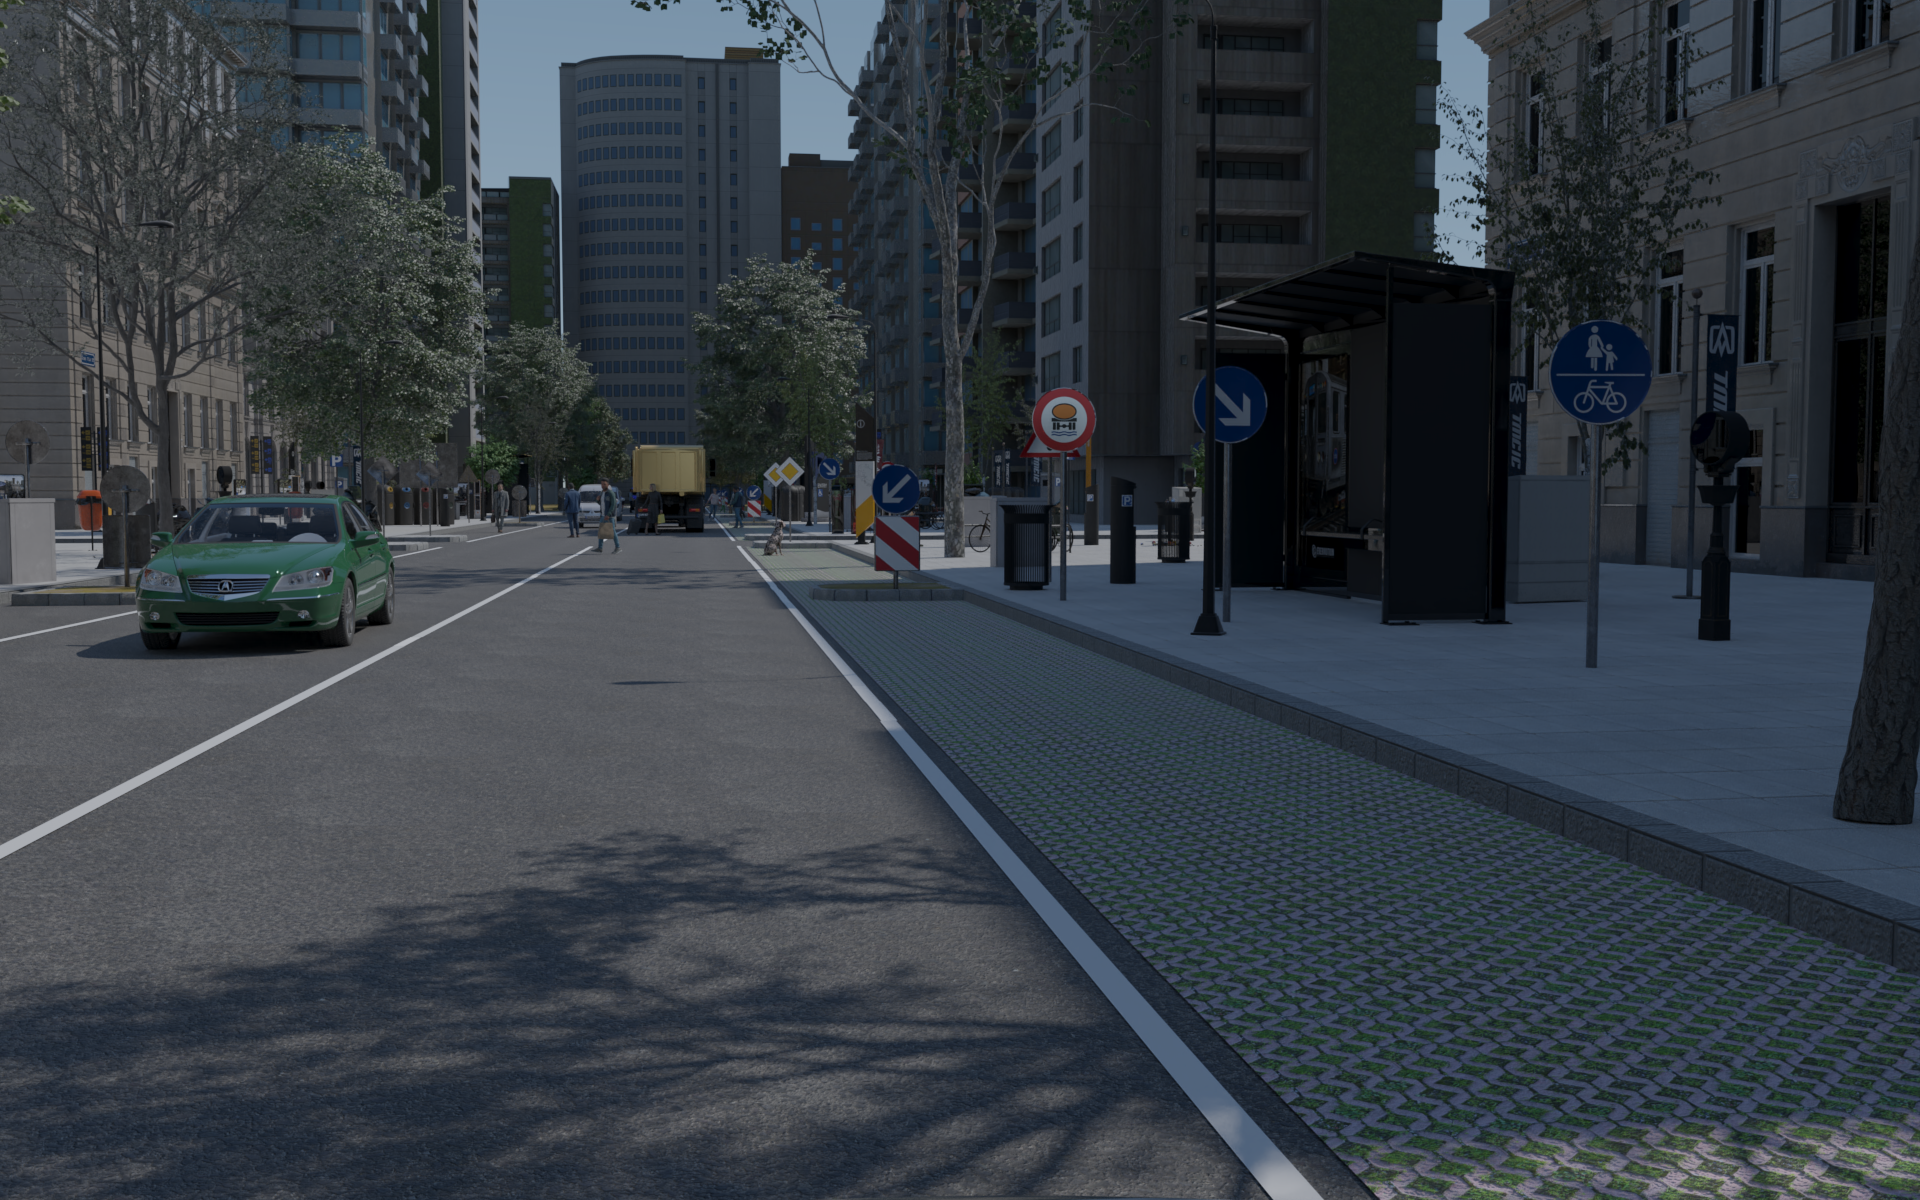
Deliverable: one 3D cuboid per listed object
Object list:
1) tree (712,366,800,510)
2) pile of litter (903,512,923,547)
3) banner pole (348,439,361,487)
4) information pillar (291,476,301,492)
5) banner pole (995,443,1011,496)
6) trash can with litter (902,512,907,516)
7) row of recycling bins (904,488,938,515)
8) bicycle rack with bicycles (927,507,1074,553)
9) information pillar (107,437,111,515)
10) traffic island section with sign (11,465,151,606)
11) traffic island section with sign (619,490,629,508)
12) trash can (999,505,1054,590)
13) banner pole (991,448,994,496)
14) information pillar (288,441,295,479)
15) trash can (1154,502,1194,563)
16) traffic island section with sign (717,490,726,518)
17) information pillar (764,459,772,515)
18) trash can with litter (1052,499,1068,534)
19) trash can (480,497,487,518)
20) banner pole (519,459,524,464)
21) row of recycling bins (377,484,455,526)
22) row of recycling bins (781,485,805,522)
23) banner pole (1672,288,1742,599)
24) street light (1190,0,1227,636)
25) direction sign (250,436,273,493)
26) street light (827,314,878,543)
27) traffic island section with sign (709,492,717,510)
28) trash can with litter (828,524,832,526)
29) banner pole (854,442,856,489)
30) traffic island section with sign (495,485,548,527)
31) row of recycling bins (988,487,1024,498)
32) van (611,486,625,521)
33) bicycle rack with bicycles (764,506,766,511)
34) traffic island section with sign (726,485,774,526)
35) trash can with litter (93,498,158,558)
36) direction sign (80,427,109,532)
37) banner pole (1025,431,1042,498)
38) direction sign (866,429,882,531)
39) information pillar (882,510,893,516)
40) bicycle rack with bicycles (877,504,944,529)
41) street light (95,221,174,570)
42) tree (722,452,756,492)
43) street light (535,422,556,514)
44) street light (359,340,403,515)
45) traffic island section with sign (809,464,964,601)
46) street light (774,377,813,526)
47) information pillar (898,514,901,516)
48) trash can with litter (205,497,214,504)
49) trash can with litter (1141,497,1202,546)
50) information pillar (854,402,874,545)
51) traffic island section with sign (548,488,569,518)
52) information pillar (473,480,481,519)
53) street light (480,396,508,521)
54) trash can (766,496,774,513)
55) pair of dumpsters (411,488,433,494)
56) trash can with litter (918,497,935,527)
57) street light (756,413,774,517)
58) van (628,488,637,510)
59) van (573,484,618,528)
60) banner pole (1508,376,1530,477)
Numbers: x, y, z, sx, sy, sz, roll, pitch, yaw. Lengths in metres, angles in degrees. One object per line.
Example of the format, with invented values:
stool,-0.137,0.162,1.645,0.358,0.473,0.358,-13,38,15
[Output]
tree,-15.882,-13.030,138.787,9.928,11.665,9.643,0,3,0
pile of litter,-1.485,-1.739,42.403,1.176,0.858,1.719,0,4,-2
banner pole,-27.598,-5.444,79.028,0.863,3.779,0.401,-1,4,-20
information pillar,-26.916,-4.021,70.241,0.304,2.012,0.304,-1,4,-11
banner pole,2.236,-5.764,84.259,0.401,3.779,0.863,-2,4,-31
trash can with litter,-3.219,-5.020,93.140,1.678,1.210,2.233,1,4,23
row of recycling bins,-2.925,-6.062,106.231,3.534,1.692,1.069,-2,4,-33
bicycle rack with bicycles,1.363,-1.489,37.729,2.925,0.926,2.852,-3,5,-39
information pillar,-30.371,-4.303,61.704,0.183,3.616,0.504,-1,4,-14
traffic island section with sign,-11.293,-0.891,23.189,1.989,1.847,2.006,-1,4,-9
traffic island section with sign,-35.485,-10.509,180.444,1.989,1.847,2.006,-1,4,-9
trash can,0.891,-0.708,23.231,0.748,1.137,0.748,0,3,0
banner pole,1.938,-6.308,93.152,0.863,3.779,0.401,-2,4,-34
information pillar,-29.676,-5.236,76.955,0.183,3.616,0.504,0,4,1
trash can,3.992,-1.265,32.334,0.748,1.137,0.748,0,3,0
traffic island section with sign,-13.597,-5.918,105.394,1.989,1.847,2.006,-1,4,-9
information pillar,-11.707,-6.982,105.509,0.504,3.616,0.183,-2,4,-28
trash can with litter,2.932,-2.705,55.619,1.055,1.170,0.624,0,4,1
trash can,-24.921,-4.786,89.909,0.748,1.137,0.748,0,3,0
banner pole,-28.857,-7.576,113.879,0.401,3.779,0.863,1,4,14
row of recycling bins,-22.596,-3.936,71.464,1.069,1.692,3.534,3,5,45
row of recycling bins,-7.824,-4.605,82.407,1.069,1.692,3.534,0,4,4
banner pole,9.183,-1.909,21.237,0.863,3.779,0.401,-1,4,-17
street light,1.735,-2.632,15.574,1.470,5.913,1.316,-1,4,-9
direction sign,-27.240,-4.623,67.588,0.379,3.537,0.876,3,5,39
street light,-2.742,-4.431,44.980,1.470,5.913,1.316,-1,4,-9
traffic island section with sign,-21.304,-8.984,155.523,1.989,1.847,2.006,-1,4,-9
trash can with litter,-4.704,-3.684,71.295,1.678,1.210,2.233,3,5,42
banner pole,-4.996,-5.717,83.488,0.401,3.779,0.863,-1,4,-16
traffic island section with sign,-19.596,-4.192,77.171,1.989,1.847,2.006,-1,4,-9
row of recycling bins,2.661,-5.567,98.128,1.069,1.692,3.534,2,4,29
van,-18.969,-5.245,92.767,2.013,2.044,4.112,-1,4,-10
bicycle rack with bicycles,-13.020,-7.012,128.027,2.925,0.926,2.852,-1,4,-12
traffic island section with sign,-9.498,-4.289,78.752,1.989,1.847,2.006,-1,4,-9
trash can with litter,-16.296,-1.473,35.145,2.233,1.210,1.678,1,4,22
direction sign,-29.162,-4.064,58.436,0.876,3.537,0.379,0,4,-6
banner pole,2.901,-4.846,69.256,0.863,3.779,0.401,0,4,1
direction sign,-3.158,-4.171,60.195,0.876,3.537,0.379,0,4,-8
information pillar,-2.358,-3.214,57.043,0.304,2.012,0.304,2,4,30
bicycle rack with bicycles,-1.173,-3.025,62.846,2.925,0.926,2.852,1,4,16
street light,-14.052,-3.484,29.512,1.470,5.913,1.316,-1,4,-9
tree,-22.422,-13.850,176.812,4.360,8.622,3.978,0,3,0
street light,-26.728,-8.514,111.751,1.470,5.913,1.316,-1,4,-9
street light,-17.514,-4.881,52.354,1.470,5.913,1.316,-1,4,-9
traffic island section with sign,-1.072,-0.936,23.928,1.989,1.847,2.006,-1,4,-9
street light,-6.563,-5.902,69.046,1.470,5.913,1.316,-1,4,-9
information pillar,-2.531,-3.990,69.724,0.304,2.012,0.304,-2,4,-24
trash can with litter,-24.299,-2.789,56.980,1.055,1.170,0.624,0,4,2
trash can with litter,5.376,-1.982,43.465,1.678,1.210,2.233,0,4,7
information pillar,-2.422,-3.214,43.911,0.504,3.616,0.183,1,4,15
traffic island section with sign,-23.695,-5.822,103.814,1.989,1.847,2.006,-1,4,-9
information pillar,-24.903,-5.186,89.281,0.304,2.012,0.304,-2,4,-28
street light,-22.148,-6.714,82.308,1.470,5.913,1.316,-1,4,-9
trash can,-12.516,-6.294,114.554,0.748,1.137,0.748,0,3,0
pair of dumpsters,-25.592,-4.898,82.568,1.574,2.255,4.437,-1,4,-9
trash can with litter,-1.371,-3.407,67.090,0.624,1.170,1.055,1,4,13
street light,-11.095,-7.700,98.443,1.470,5.913,1.316,-1,4,-9
van,-28.251,-9.129,153.638,2.240,2.365,5.245,-1,4,-9
van,-15.589,-4.094,73.946,2.013,2.044,4.112,-1,4,-8
banner pole,10.239,-2.584,32.271,0.863,3.779,0.401,-1,4,-23
